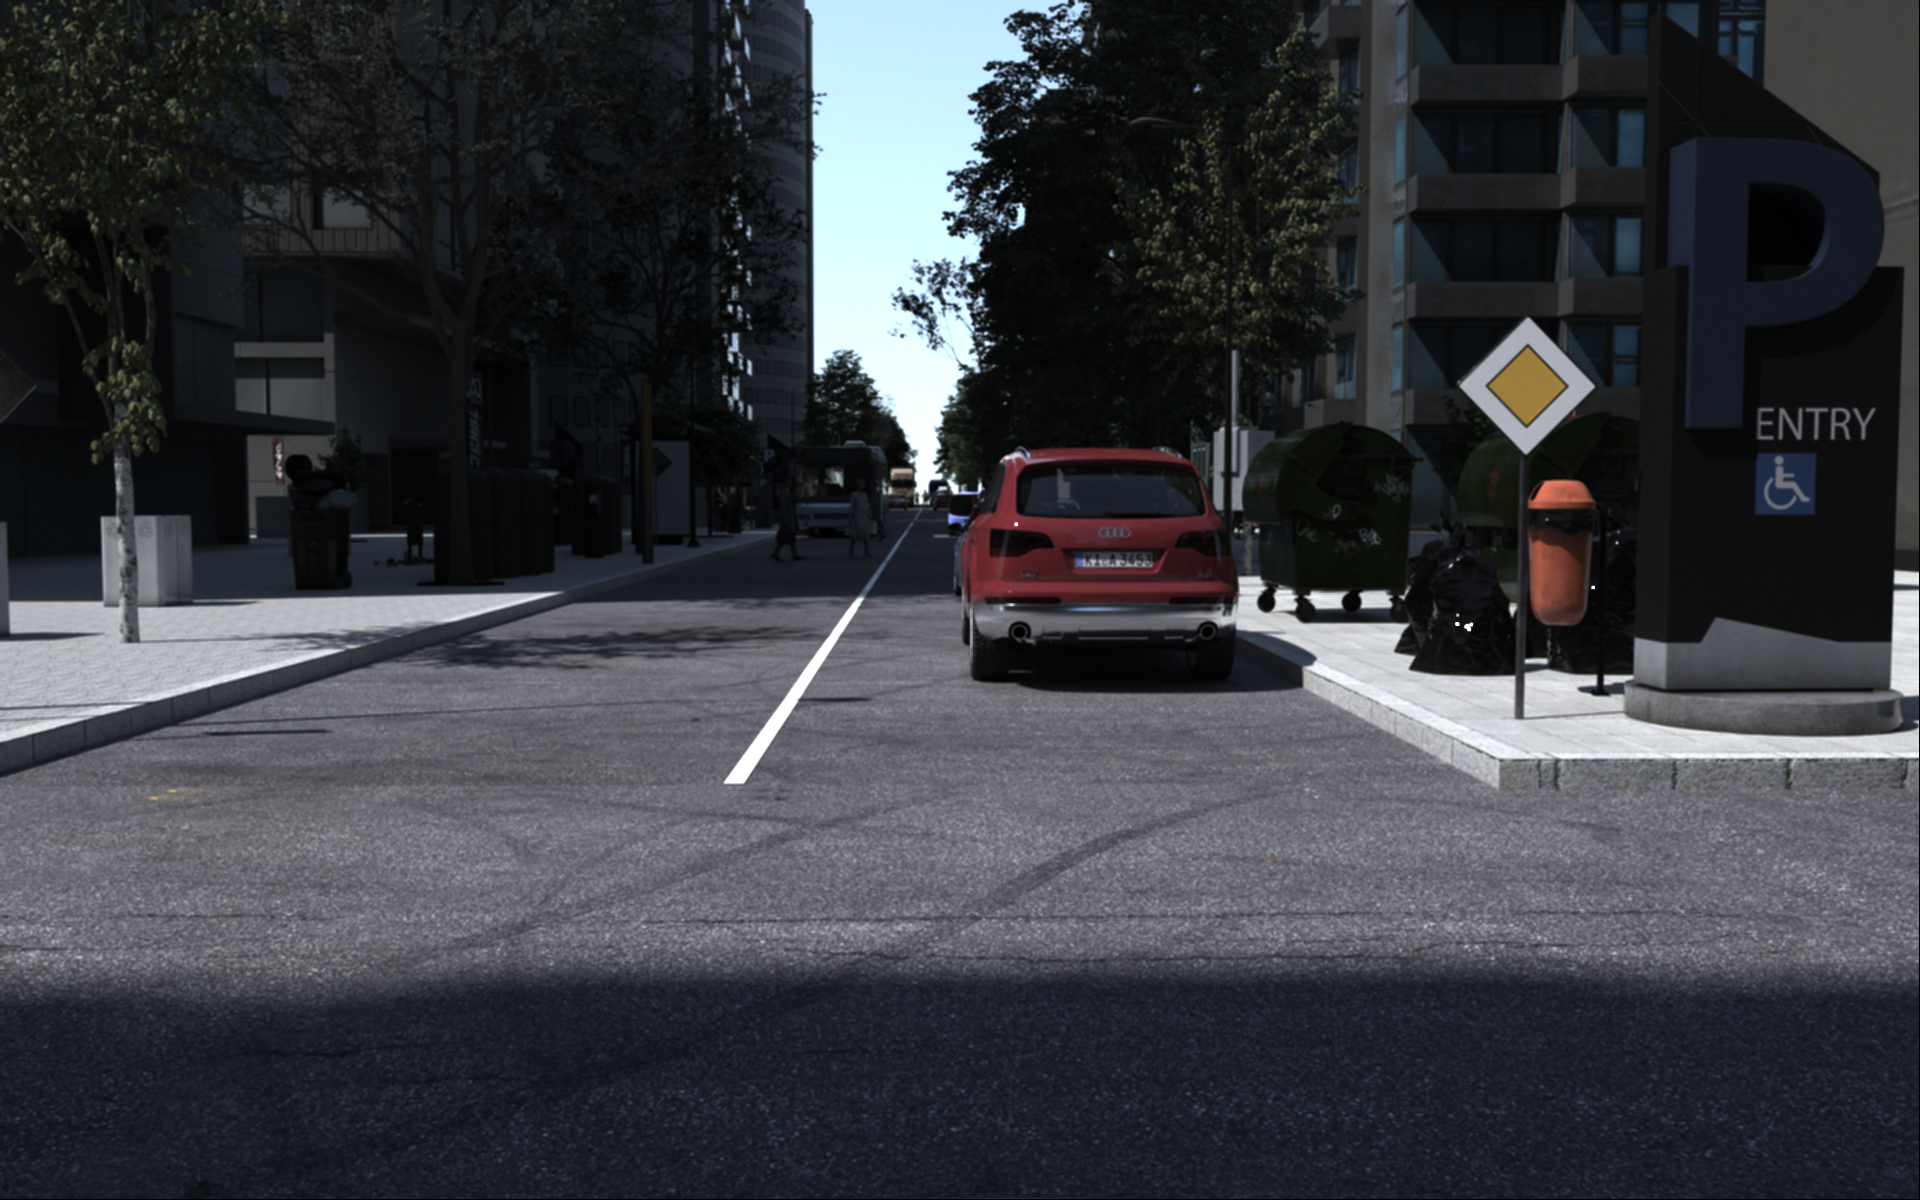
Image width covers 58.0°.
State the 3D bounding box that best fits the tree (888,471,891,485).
[{"bbox_3d":[-8.813,-12.545,188.828,4.285,4.588,4.351,0,3,0],"label":"tree"}]

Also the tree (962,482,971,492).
[{"bbox_3d":[1.008,-12.779,203.544,1.663,3.219,1.824,0,3,0],"label":"tree"}]

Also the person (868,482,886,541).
[{"bbox_3d":[-2.661,-2.744,53.462,0.767,1.812,0.694,0,4,-4],"label":"person"}]

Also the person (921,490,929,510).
[{"bbox_3d":[-3.120,-8.986,155.293,0.709,1.838,0.599,0,4,-3],"label":"person"}]

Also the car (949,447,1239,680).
[{"bbox_3d":[1.053,-0.379,14.878,2.281,1.827,5.304,0,4,-1],"label":"car"}]

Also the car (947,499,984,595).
[{"bbox_3d":[0.855,-0.676,23.059,2.014,1.417,4.499,0,4,-3],"label":"car"}]

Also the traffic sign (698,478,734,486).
[{"bbox_3d":[-8.390,-3.774,55.579,2.265,3.308,0.079,0,4,6],"label":"traffic sign"}]

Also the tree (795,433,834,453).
[{"bbox_3d":[-7.876,-6.682,92.956,4.285,4.588,4.351,0,3,0],"label":"tree"}]

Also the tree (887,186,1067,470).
[{"bbox_3d":[1.370,-15.473,108.875,12.611,20.169,13.585,0,3,0],"label":"tree"}]

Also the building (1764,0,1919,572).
[{"bbox_3d":[26.200,-24.764,28.598,21.600,48.544,21.300,0,4,-1],"label":"building"}]

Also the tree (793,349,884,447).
[{"bbox_3d":[-9.380,-13.287,135.375,7.486,12.596,7.792,0,3,0],"label":"tree"}]

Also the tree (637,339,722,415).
[{"bbox_3d":[-12.909,-7.843,78.599,4.360,8.622,3.978,0,3,0],"label":"tree"}]

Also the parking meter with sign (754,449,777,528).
[{"bbox_3d":[-7.387,-4.237,65.533,0.543,3.016,1.738,0,4,6],"label":"parking meter with sign"}]

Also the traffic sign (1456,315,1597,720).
[{"bbox_3d":[3.185,-0.377,9.810,0.795,2.450,0.064,0,4,-1],"label":"traffic sign"}]

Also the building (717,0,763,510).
[{"bbox_3d":[-27.348,-31.041,127.133,23.786,49.044,30.456,0,4,-1],"label":"building"}]

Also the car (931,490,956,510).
[{"bbox_3d":[-1.431,-8.991,155.671,2.281,1.827,5.304,0,4,-1],"label":"car"}]

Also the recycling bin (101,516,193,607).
[{"bbox_3d":[-9.366,-0.454,19.971,0.722,1.027,0.722,0,4,4],"label":"recycling bin"}]

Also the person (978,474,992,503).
[{"bbox_3d":[0.541,-1.581,34.353,0.555,1.821,0.388,0,4,8],"label":"person"}]

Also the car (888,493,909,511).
[{"bbox_3d":[-5.423,-8.549,148.809,2.155,1.783,4.494,0,4,-2],"label":"car"}]

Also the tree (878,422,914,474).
[{"bbox_3d":[-9.422,-16.819,209.396,8.767,10.594,7.601,2,4,24],"label":"tree"}]

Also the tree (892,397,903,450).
[{"bbox_3d":[-9.695,-15.208,159.014,12.009,13.543,11.850,0,3,0],"label":"tree"}]

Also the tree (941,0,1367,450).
[{"bbox_3d":[4.256,-8.065,38.519,9.857,13.997,8.962,0,3,0],"label":"tree"}]

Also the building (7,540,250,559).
[{"bbox_3d":[-29.166,-26.907,29.168,28.713,52.752,27.495,0,4,-1],"label":"building"}]

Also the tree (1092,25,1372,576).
[{"bbox_3d":[4.250,-4.679,26.865,4.737,8.622,4.395,0,3,0],"label":"tree"}]

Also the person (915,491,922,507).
[{"bbox_3d":[-4.639,-10.815,186.107,1.217,1.735,0.721,-2,4,-29],"label":"person"}]

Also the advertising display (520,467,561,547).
[{"bbox_3d":[-10.219,-2.258,42.127,0.974,1.923,0.123,-1,4,-16],"label":"advertising display"}]

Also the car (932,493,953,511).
[{"bbox_3d":[-1.316,-8.362,145.751,2.155,1.783,4.494,0,4,-2],"label":"car"}]

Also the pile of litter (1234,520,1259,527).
[{"bbox_3d":[11.050,-3.176,65.898,1.719,0.858,1.176,3,5,40],"label":"pile of litter"}]

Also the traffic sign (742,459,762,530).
[{"bbox_3d":[-7.452,-3.780,61.902,0.768,2.556,0.104,1,4,8],"label":"traffic sign"}]

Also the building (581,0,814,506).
[{"bbox_3d":[-27.466,-39.603,189.506,21.231,58.520,28.212,0,4,-1],"label":"building"}]

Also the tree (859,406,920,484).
[{"bbox_3d":[-10.665,-18.763,223.789,9.611,12.733,9.660,0,3,0],"label":"tree"}]

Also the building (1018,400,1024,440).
[{"bbox_3d":[21.847,-23.569,230.396,27.650,21.520,28.899,0,4,-1],"label":"building"}]

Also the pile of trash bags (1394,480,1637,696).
[{"bbox_3d":[4.164,-0.166,12.468,1.912,1.369,3.447,1,4,12],"label":"pile of trash bags"}]

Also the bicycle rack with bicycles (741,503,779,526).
[{"bbox_3d":[-8.306,-3.521,70.948,2.925,0.926,2.852,-2,4,-28],"label":"bicycle rack with bicycles"}]

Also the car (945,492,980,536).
[{"bbox_3d":[0.450,-3.076,59.885,1.945,1.707,3.694,0,3,0],"label":"car"}]

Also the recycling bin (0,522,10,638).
[{"bbox_3d":[-8.954,-0.167,15.292,0.722,1.027,0.722,1,4,11],"label":"recycling bin"}]

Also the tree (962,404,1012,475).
[{"bbox_3d":[2.226,-10.742,125.989,4.360,8.622,3.978,0,3,0],"label":"tree"}]

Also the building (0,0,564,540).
[{"bbox_3d":[-30.703,-29.073,64.576,28.713,52.752,27.495,0,4,-1],"label":"building"}]

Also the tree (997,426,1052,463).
[{"bbox_3d":[3.397,-5.824,78.931,4.285,4.588,4.351,0,3,0],"label":"tree"}]

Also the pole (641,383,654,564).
[{"bbox_3d":[-5.774,-2.330,31.939,0.158,3.312,0.155,0,3,0],"label":"pole"}]

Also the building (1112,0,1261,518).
[{"bbox_3d":[22.124,-48.432,104.532,22.319,86.520,31.000,0,4,-1],"label":"building"}]

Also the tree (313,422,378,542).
[{"bbox_3d":[-16.368,-3.174,46.502,1.663,3.219,1.824,0,3,0],"label":"tree"}]

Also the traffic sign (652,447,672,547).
[{"bbox_3d":[-7.378,-2.499,42.052,0.795,2.450,0.064,0,4,1],"label":"traffic sign"}]

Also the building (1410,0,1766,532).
[{"bbox_3d":[24.049,-27.510,69.390,23.786,49.044,30.456,0,4,-1],"label":"building"}]

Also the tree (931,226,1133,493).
[{"bbox_3d":[3.723,-9.256,69.469,7.486,12.596,7.792,0,3,0],"label":"tree"}]

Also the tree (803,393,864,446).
[{"bbox_3d":[-8.866,-10.658,124.614,4.737,8.622,4.395,0,3,0],"label":"tree"}]

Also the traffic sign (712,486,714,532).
[{"bbox_3d":[-8.348,-3.573,58.523,0.768,2.556,0.104,0,4,1],"label":"traffic sign"}]

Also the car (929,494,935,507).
[{"bbox_3d":[-2.585,-11.685,200.087,2.155,1.783,4.494,0,4,-3],"label":"car"}]

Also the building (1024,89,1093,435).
[{"bbox_3d":[18.792,-35.512,204.316,21.300,48.544,21.600,0,4,-1],"label":"building"}]

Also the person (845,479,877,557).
[{"bbox_3d":[-2.281,-1.887,39.703,0.694,1.780,0.624,-2,4,-29],"label":"person"}]

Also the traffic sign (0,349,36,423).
[{"bbox_3d":[-5.558,-0.370,9.691,0.795,2.450,0.064,0,4,-1],"label":"traffic sign"}]

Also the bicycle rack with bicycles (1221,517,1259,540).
[{"bbox_3d":[8.479,-2.189,49.173,2.925,0.926,2.852,1,4,21],"label":"bicycle rack with bicycles"}]

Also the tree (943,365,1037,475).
[{"bbox_3d":[2.170,-12.854,135.913,9.928,11.665,9.643,0,3,0],"label":"tree"}]

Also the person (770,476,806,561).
[{"bbox_3d":[-3.685,-1.748,37.184,0.767,1.812,0.694,0,4,0],"label":"person"}]

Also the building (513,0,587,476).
[{"bbox_3d":[-25.917,-33.981,97.584,21.231,58.520,28.212,0,4,-1],"label":"building"}]

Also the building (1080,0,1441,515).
[{"bbox_3d":[21.176,-31.604,136.335,23.786,49.044,30.456,0,4,-1],"label":"building"}]
